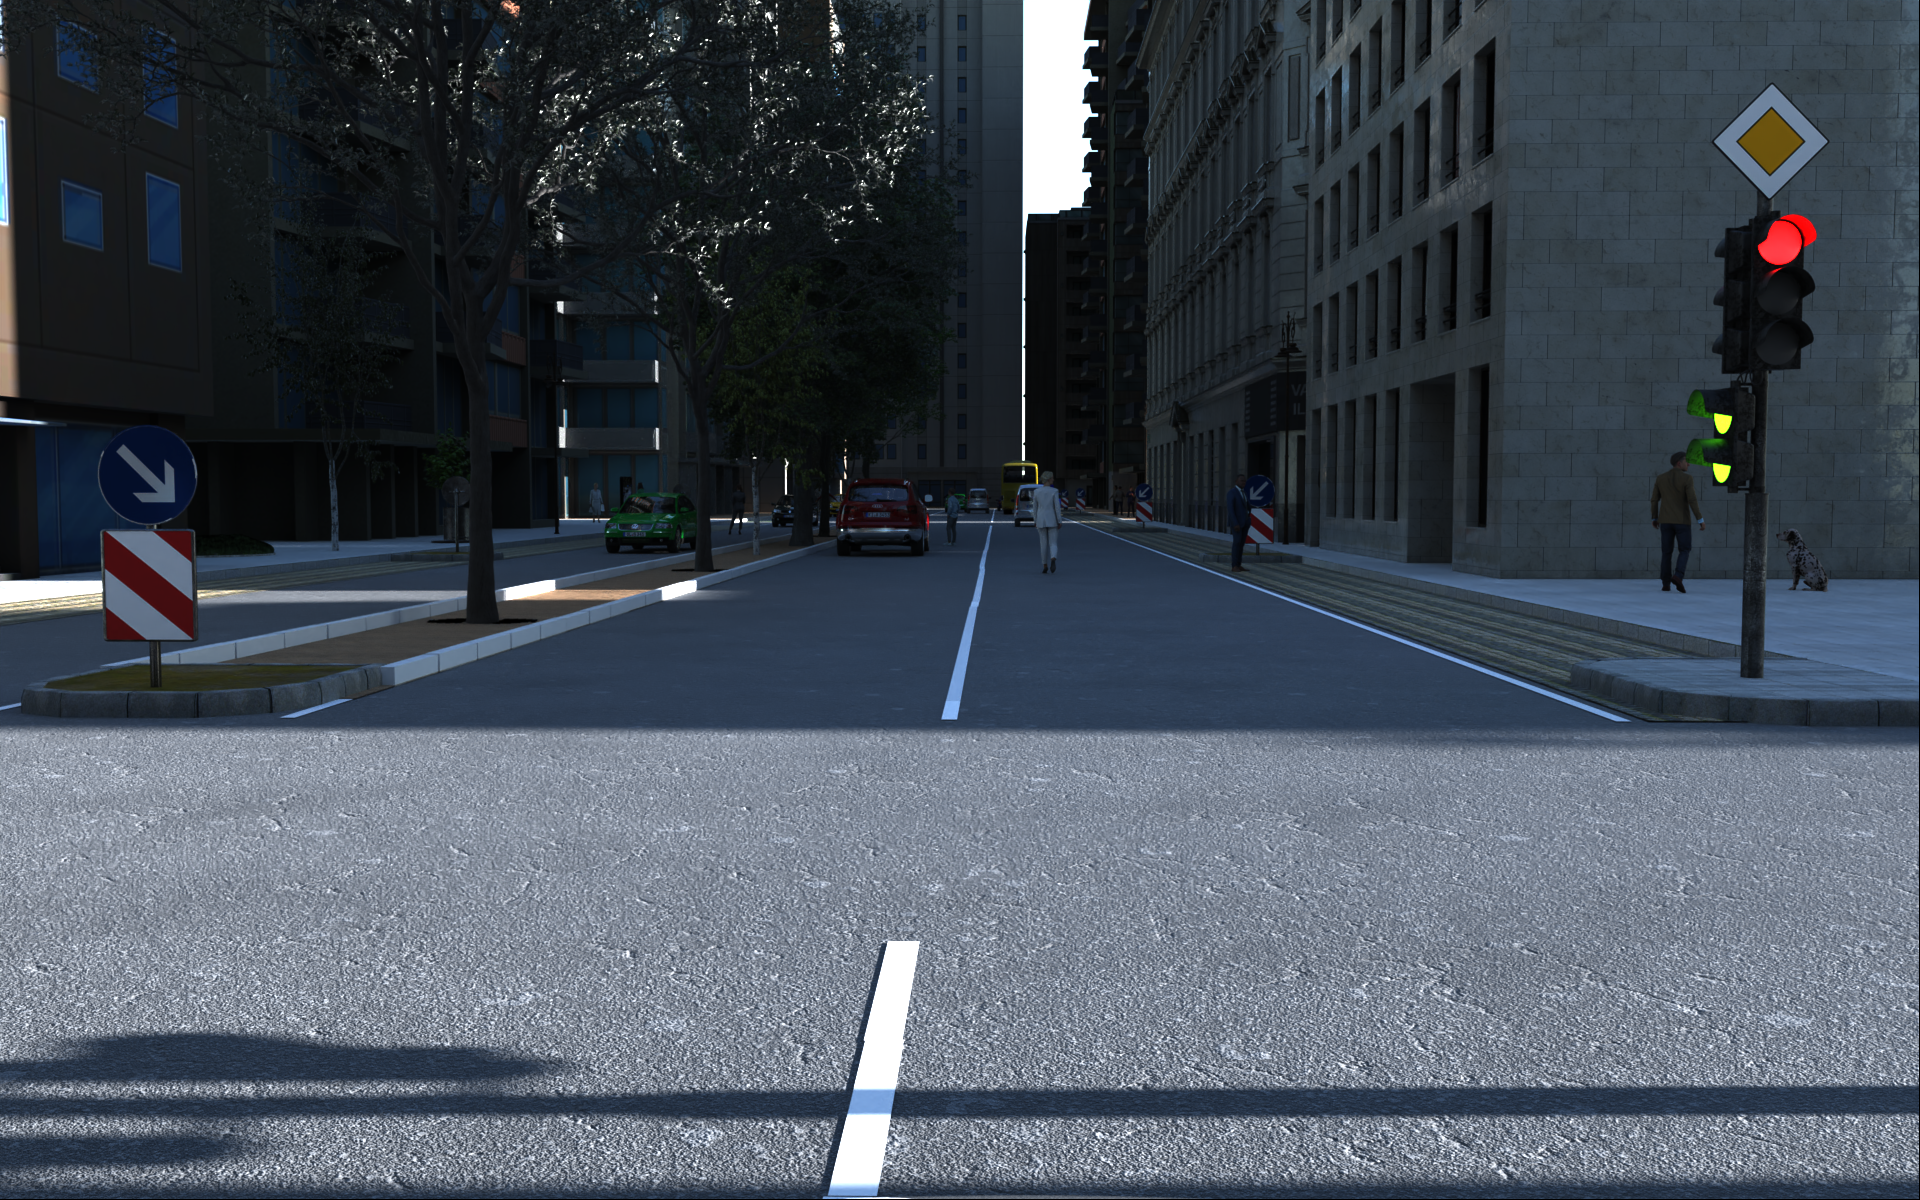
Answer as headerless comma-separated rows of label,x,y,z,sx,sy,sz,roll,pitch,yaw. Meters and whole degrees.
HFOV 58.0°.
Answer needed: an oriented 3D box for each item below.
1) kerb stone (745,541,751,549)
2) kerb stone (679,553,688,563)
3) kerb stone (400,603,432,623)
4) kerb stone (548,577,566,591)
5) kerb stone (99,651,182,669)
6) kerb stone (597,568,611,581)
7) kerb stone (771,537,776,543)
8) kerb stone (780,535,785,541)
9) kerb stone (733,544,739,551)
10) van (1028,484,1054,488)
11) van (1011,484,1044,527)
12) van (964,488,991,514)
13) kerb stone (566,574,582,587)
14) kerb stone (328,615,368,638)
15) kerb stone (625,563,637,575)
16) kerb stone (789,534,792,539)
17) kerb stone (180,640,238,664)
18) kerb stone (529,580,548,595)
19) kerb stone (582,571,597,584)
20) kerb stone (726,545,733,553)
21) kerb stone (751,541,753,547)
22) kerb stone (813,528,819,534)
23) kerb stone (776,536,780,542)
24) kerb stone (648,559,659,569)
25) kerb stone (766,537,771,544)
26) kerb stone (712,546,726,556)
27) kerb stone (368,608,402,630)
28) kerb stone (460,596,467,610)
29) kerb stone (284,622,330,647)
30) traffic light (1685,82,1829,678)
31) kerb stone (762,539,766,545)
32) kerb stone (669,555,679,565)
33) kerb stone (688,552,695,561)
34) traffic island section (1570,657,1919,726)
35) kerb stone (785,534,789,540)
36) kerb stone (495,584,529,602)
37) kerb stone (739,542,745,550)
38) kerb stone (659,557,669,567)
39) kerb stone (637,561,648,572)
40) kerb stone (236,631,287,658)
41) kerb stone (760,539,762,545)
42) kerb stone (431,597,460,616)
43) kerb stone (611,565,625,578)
kerb stone,-5.665,-1.408,45.221,0.120,0.150,1.000,0,4,1
kerb stone,-5.859,-0.844,35.991,0.120,0.150,1.000,0,4,1
kerb stone,-6.220,0.159,19.590,0.120,0.150,1.000,0,4,1
kerb stone,-6.085,-0.217,25.743,0.120,0.150,1.000,0,4,1
kerb stone,-6.356,0.536,13.437,0.120,0.150,1.000,0,4,1
kerb stone,-6.020,-0.405,28.820,0.120,0.150,1.000,0,4,1
kerb stone,-5.545,-1.722,50.345,0.120,0.150,1.000,0,4,1
kerb stone,-5.503,-1.847,52.402,0.120,0.150,1.000,0,4,1
kerb stone,-5.704,-1.283,43.176,0.120,0.150,1.000,0,4,1
van,4.996,-6.376,108.638,2.240,2.365,5.245,0,4,1
van,3.253,-4.278,76.950,2.013,2.044,4.112,0,4,2
van,1.339,-7.448,128.778,2.013,2.044,4.112,0,3,0
kerb stone,-6.065,-0.275,26.765,0.120,0.150,1.000,0,4,1
kerb stone,-6.260,0.286,17.541,0.120,0.150,1.000,0,4,1
kerb stone,-5.969,-0.531,30.872,0.120,0.150,1.000,0,4,1
kerb stone,-5.465,-1.973,54.457,0.120,0.150,1.000,0,4,1
kerb stone,-6.334,0.473,14.465,0.120,0.150,1.000,0,4,1
kerb stone,-6.109,-0.153,24.716,0.120,0.150,1.000,0,4,1
kerb stone,-6.044,-0.342,27.787,0.120,0.150,1.000,0,4,1
kerb stone,-5.719,-1.221,42.153,0.120,0.150,1.000,0,4,1
kerb stone,-5.640,-1.471,46.243,0.120,0.150,1.000,0,4,1
kerb stone,-5.258,-2.535,63.672,0.120,0.150,1.000,0,4,1
kerb stone,-5.532,-1.785,51.375,0.120,0.150,1.000,0,4,1
kerb stone,-5.931,-0.656,32.916,0.120,0.150,1.000,0,4,1
kerb stone,-5.570,-1.659,49.322,0.120,0.150,1.000,0,4,1
kerb stone,-5.749,-1.158,41.132,0.120,0.150,1.000,0,4,1
kerb stone,-6.241,0.224,18.563,0.120,0.150,1.000,0,4,1
kerb stone,-6.173,0.034,21.646,0.120,0.150,1.000,0,4,1
kerb stone,-6.290,0.348,16.513,0.120,0.150,1.000,0,4,1
traffic light,5.527,-1.412,12.015,0.839,4.253,0.868,0,4,1
kerb stone,-5.596,-1.596,48.293,0.120,0.150,1.000,0,4,1
kerb stone,-5.884,-0.781,34.960,0.120,0.150,1.000,0,4,1
kerb stone,-5.840,-0.905,37.013,0.120,0.150,1.000,0,4,1
traffic island section,5.567,0.621,12.128,2.009,0.180,2.903,0,4,1
kerb stone,-5.475,-1.905,53.435,0.120,0.150,1.000,0,4,1
kerb stone,-6.129,-0.090,23.691,0.120,0.150,1.000,0,4,1
kerb stone,-5.681,-1.343,44.198,0.120,0.150,1.000,0,4,1
kerb stone,-5.905,-0.715,33.938,0.120,0.150,1.000,0,4,1
kerb stone,-5.952,-0.593,31.894,0.120,0.150,1.000,0,4,1
kerb stone,-6.308,0.413,15.487,0.120,0.150,1.000,0,4,1
kerb stone,-5.612,-1.532,47.269,0.120,0.150,1.000,0,4,1
kerb stone,-6.197,0.097,20.612,0.120,0.150,1.000,0,4,1
kerb stone,-5.993,-0.468,29.845,0.120,0.150,1.000,0,4,1
